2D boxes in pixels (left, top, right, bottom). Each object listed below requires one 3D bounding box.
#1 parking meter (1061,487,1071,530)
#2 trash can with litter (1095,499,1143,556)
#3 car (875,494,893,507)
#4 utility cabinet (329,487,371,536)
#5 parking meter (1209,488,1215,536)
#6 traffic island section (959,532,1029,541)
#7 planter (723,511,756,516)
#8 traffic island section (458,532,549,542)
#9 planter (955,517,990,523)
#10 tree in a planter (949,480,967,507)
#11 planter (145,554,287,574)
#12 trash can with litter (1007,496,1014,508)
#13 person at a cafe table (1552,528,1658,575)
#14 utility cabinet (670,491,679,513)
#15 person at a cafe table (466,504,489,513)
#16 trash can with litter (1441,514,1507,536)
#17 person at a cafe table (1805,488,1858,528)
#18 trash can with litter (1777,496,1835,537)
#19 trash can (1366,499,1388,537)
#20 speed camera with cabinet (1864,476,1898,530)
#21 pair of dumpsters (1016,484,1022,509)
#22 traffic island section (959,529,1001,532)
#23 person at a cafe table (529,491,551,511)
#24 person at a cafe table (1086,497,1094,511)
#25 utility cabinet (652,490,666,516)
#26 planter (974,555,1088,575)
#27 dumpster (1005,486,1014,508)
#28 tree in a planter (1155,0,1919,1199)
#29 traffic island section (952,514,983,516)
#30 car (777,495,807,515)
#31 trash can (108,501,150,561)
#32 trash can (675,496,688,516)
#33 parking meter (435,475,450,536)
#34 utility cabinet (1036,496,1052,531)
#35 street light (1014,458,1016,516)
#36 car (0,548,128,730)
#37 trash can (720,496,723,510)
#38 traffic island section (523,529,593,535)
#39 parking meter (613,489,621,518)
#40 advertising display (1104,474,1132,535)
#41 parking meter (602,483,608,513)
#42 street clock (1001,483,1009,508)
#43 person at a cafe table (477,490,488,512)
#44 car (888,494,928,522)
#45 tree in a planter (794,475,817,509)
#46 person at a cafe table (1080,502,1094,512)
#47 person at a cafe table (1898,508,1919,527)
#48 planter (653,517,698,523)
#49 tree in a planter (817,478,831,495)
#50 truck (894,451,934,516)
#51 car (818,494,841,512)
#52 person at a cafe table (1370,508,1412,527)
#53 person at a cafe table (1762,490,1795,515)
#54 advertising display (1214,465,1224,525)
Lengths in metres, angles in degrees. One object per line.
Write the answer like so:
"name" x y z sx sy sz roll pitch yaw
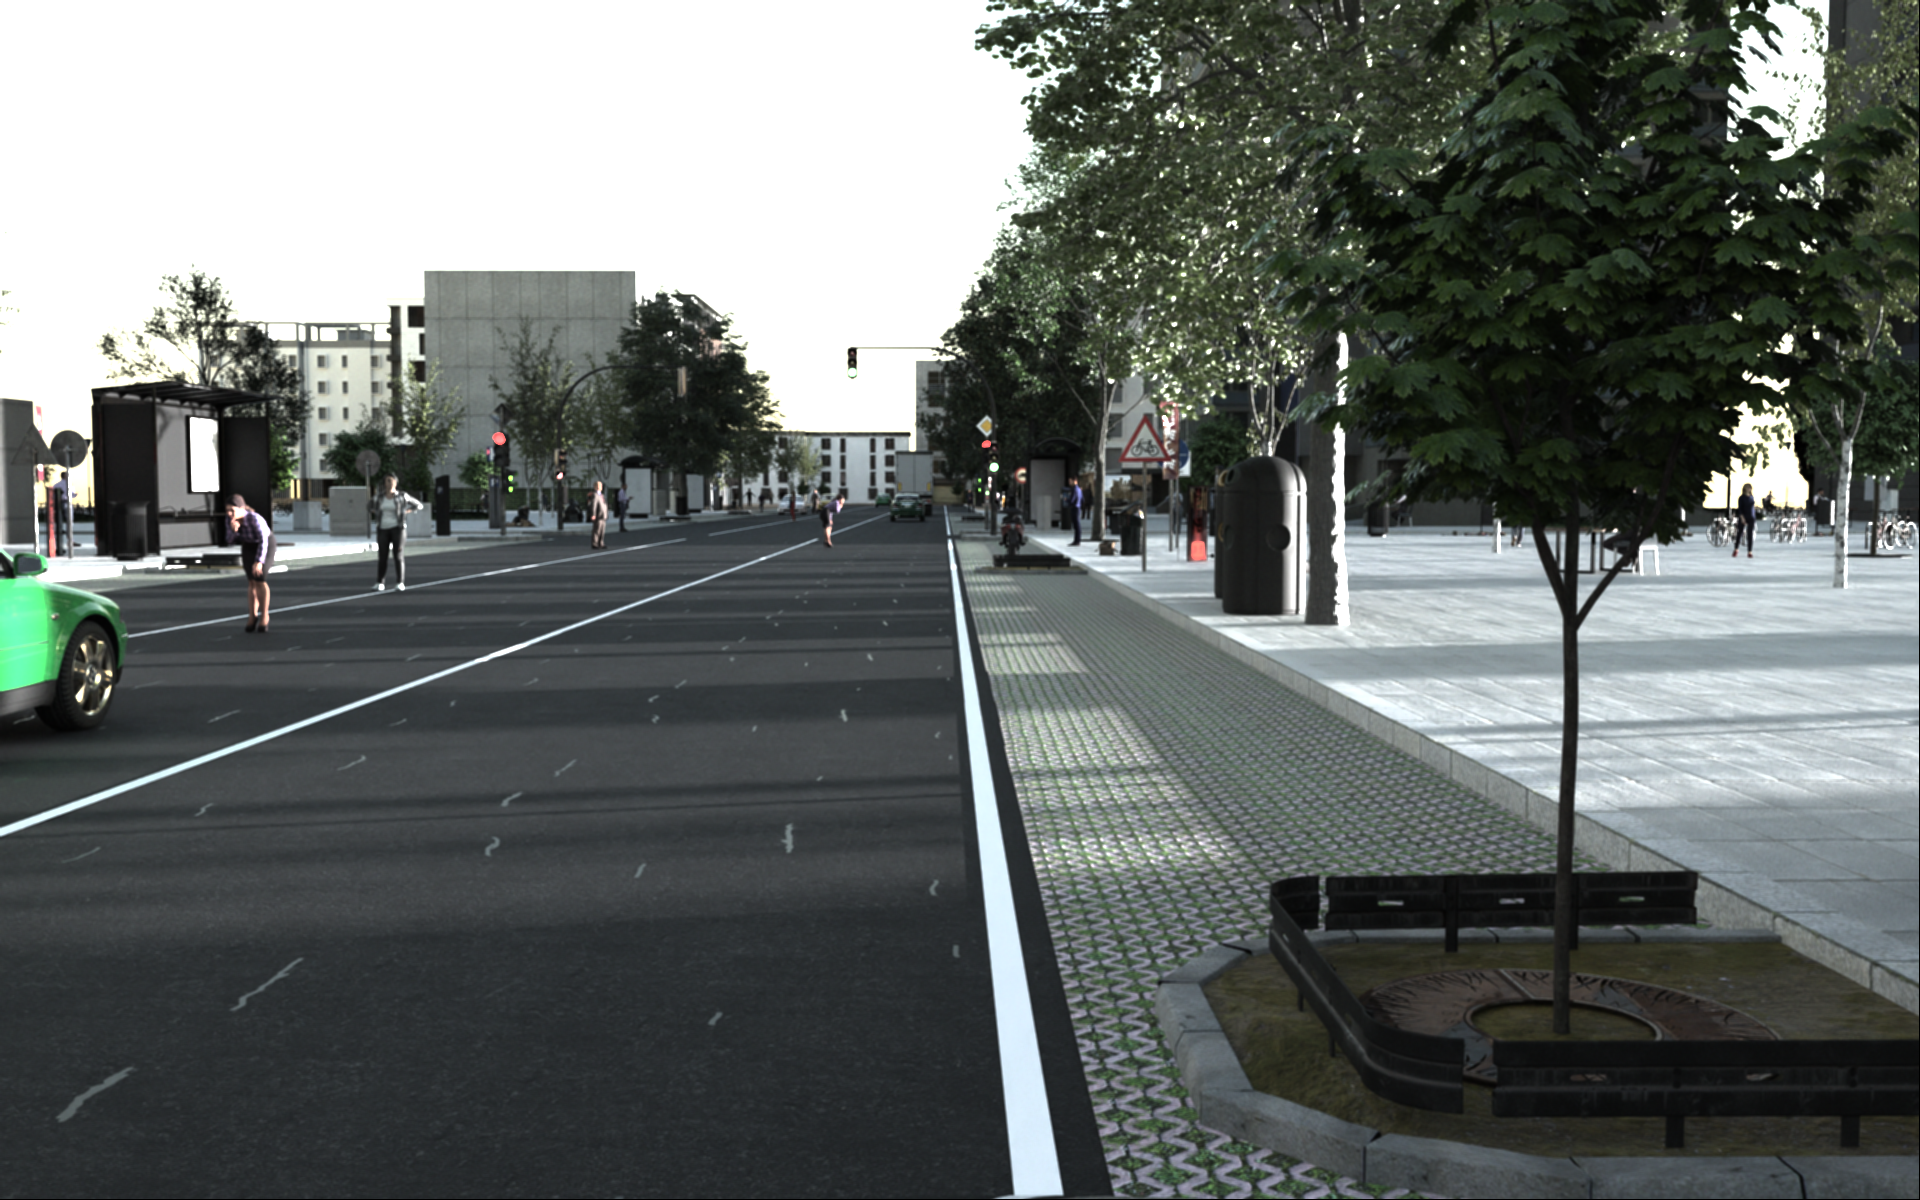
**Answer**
"parking meter" 3.772 -3.254 61.614 0.372 1.533 0.369 0 3 0
"trash can with litter" 3.344 -1.515 36.162 1.055 1.170 0.624 1 4 15
"car" -8.348 -11.039 189.288 1.959 1.807 4.718 0 4 -2
"utility cabinet" -18.545 -2.689 52.648 1.173 1.500 0.318 0 4 2
"parking meter" 7.787 -2.714 52.781 0.372 1.533 0.369 0 3 0
"traffic island section" 1.054 -1.919 53.653 2.009 0.180 2.903 0 4 -1
"planter" -14.363 -5.624 113.086 1.991 0.319 1.994 0 4 -1
"traffic island section" -14.126 -1.910 53.512 2.009 0.180 2.903 0 4 -1
"planter" 0.731 -3.985 86.295 1.991 0.319 1.994 0 4 -1
"tree in a planter" -0.271 -11.867 191.254 1.991 3.239 1.994 0 4 -1
"planter" -13.593 -0.661 31.947 1.991 0.319 1.994 0 4 -1
"trash can with litter" 3.553 -6.940 124.856 0.624 1.170 1.055 -1 4 -16
"person at a cafe table" 10.629 -1.202 28.161 1.698 1.524 1.622 -2 4 -28
"utility cabinet" -18.802 -6.447 114.089 0.318 1.500 1.173 -2 4 -24
"person at a cafe table" -26.735 -5.325 97.917 1.726 1.238 1.698 3 5 43
"trash can with litter" 15.998 -2.608 53.693 2.233 1.210 1.678 0 4 2
"person at a cafe table" 33.630 -3.579 67.039 1.622 1.524 1.698 3 5 41
"trash can with litter" 25.954 -2.555 52.838 2.233 1.210 1.678 0 4 2
"trash can" 12.618 -2.484 52.262 0.748 1.137 0.748 0 3 0
"speed camera with cabinet" 32.955 -4.134 61.930 0.660 3.252 2.038 3 5 44
"pair of dumpsters" 4.383 -6.700 112.044 1.574 2.255 4.437 0 4 -1
"traffic island section" 0.977 -2.407 61.638 2.009 0.180 2.903 0 4 -1
"person at a cafe table" -32.392 -7.686 134.177 1.698 1.524 1.622 -2 4 -31
"person at a cafe table" 9.599 -7.308 130.350 1.698 1.238 1.726 -1 4 -18
"utility cabinet" -17.509 -5.636 100.823 0.318 1.500 1.173 1 4 17
"planter" 1.259 -0.638 31.573 1.991 0.319 1.994 0 4 -1
"dumpster" 4.041 -7.724 132.044 1.264 1.857 1.865 0 4 -1
"tree in a planter" 1.531 -0.433 4.300 1.991 3.239 1.994 0 4 -1
"traffic island section" 0.468 -5.528 113.244 1.991 0.108 1.994 0 4 -1
"car" -11.784 -6.706 122.008 2.083 1.381 4.827 0 4 -2
"trash can" -15.999 -1.327 33.355 0.748 1.137 0.748 0 3 0
"trash can" -16.582 -5.595 103.129 0.748 1.137 0.748 0 3 0
"parking meter" -15.922 -2.910 53.294 0.399 1.863 0.255 1 4 21
"utility cabinet" 2.954 -3.053 61.078 0.306 1.237 1.020 1 4 17
"street light" 2.795 -7.062 88.243 0.468 5.910 1.993 0 4 -1
"car" -6.126 -0.021 9.138 1.959 1.807 4.718 0 4 -1
"trash can" -18.933 -7.591 135.764 0.748 1.137 0.748 0 3 0
"traffic island section" -14.203 -2.399 61.497 2.009 0.180 2.903 0 4 -1
"parking meter" -18.479 -5.191 93.282 0.372 1.533 0.369 0 3 0
"advertising display" 4.944 -3.016 54.525 0.974 1.923 0.123 -1 4 -17
"parking meter" -18.865 -5.282 92.078 0.255 1.863 0.399 0 4 -4
"street clock" 2.952 -6.681 113.811 0.471 2.002 0.358 0 4 -8
"person at a cafe table" -27.810 -5.708 101.835 1.698 1.524 1.622 -1 4 -18
"car" -2.778 -4.896 91.853 2.131 1.459 4.920 0 4 -2
"tree in a planter" -14.867 -10.192 163.854 1.991 3.239 1.994 0 4 -1
"person at a cafe table" 8.943 -7.062 123.977 1.622 1.524 1.698 -2 4 -31
"person at a cafe table" 38.169 -3.640 68.032 1.698 1.524 1.622 0 4 -4
"planter" -14.117 -3.976 86.143 1.991 0.319 1.994 0 4 -1
"tree in a planter" -15.119 -11.848 190.942 1.991 3.239 1.994 0 4 -1
"truck" -3.115 -7.900 118.077 2.839 4.237 11.283 0 4 -1
"car" -10.650 -8.005 141.104 2.015 1.641 3.980 0 4 0
"person at a cafe table" 16.856 -3.610 67.538 1.622 1.524 1.698 0 4 8
"person at a cafe table" 49.995 -5.984 106.346 1.698 1.524 1.622 -1 4 -21
"advertising display" 5.850 -2.077 39.173 0.123 1.923 0.974 0 4 3
